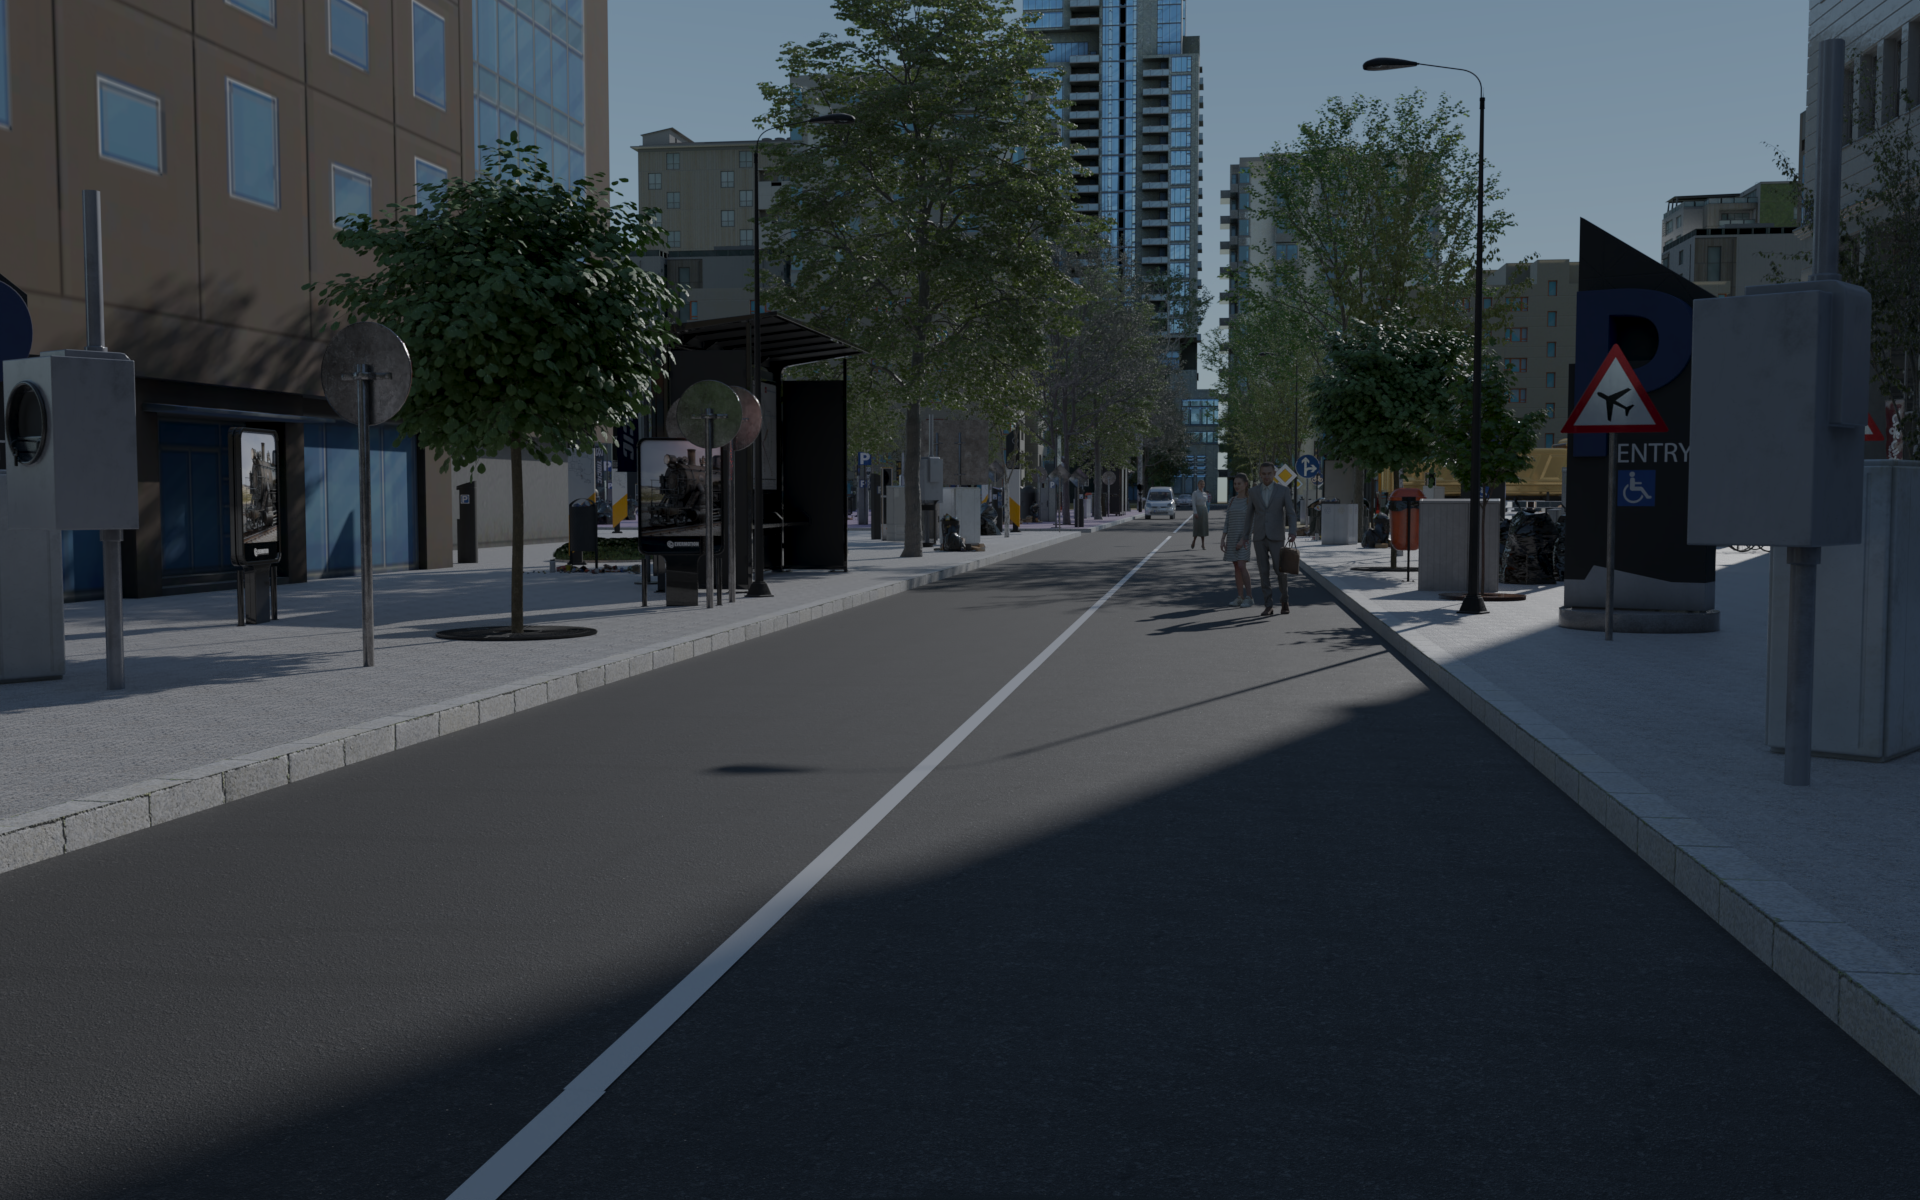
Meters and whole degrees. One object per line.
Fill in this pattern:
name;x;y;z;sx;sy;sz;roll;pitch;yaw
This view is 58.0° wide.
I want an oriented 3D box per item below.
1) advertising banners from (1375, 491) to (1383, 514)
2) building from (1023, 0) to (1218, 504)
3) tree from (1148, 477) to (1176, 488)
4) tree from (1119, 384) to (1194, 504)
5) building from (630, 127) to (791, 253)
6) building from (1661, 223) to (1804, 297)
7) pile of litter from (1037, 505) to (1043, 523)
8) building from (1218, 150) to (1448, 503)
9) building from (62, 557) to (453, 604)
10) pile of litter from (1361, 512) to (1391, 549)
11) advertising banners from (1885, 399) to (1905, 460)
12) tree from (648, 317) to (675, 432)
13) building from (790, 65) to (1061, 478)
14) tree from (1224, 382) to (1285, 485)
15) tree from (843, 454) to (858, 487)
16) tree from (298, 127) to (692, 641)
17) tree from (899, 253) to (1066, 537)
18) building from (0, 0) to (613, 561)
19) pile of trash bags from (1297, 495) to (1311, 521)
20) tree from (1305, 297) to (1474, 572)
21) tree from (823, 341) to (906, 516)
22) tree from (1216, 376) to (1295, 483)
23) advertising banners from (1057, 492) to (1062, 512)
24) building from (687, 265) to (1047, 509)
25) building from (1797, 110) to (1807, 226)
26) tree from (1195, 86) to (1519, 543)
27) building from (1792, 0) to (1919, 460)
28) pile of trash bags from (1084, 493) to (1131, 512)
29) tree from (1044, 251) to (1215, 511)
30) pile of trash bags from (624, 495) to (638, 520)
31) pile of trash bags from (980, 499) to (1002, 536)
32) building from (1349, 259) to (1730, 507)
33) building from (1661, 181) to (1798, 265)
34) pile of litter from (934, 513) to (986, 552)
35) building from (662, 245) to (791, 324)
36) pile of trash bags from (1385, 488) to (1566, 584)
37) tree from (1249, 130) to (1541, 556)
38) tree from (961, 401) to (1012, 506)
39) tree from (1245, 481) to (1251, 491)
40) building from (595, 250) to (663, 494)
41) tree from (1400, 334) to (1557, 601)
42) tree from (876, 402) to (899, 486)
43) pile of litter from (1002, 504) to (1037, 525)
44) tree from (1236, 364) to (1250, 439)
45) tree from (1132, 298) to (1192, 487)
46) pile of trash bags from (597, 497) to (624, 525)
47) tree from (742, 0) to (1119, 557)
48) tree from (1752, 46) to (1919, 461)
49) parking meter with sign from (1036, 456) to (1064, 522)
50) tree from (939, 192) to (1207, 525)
advertising banners;23.339;-6.155;96.825;2.074;3.025;0.090;-3;5;-44
building;21.028;-56.976;244.221;31.000;86.520;22.319;1;4;8
tree;23.477;-13.416;203.063;4.285;4.588;4.351;0;3;0
tree;17.879;-15.179;165.184;9.611;12.733;9.660;0;3;0
building;-30.470;-40.771;255.840;27.495;52.752;28.713;1;4;8
building;85.137;-25.512;188.825;14.107;30.474;14.160;1;4;8
pile of litter;3.130;-3.912;77.923;1.176;0.858;1.719;0;4;3
building;51.510;-38.034;241.458;30.456;49.044;23.786;1;4;8
building;-16.323;-22.822;23.250;14.600;45.320;14.200;1;4;8
pile of litter;10.303;-1.678;41.397;1.719;0.858;1.176;-2;4;-24
advertising banners;17.384;-2.147;31.283;0.090;3.025;2.074;-1;4;-9
tree;-11.480;-7.414;71.583;4.360;8.622;3.978;0;3;0
building;-4.193;-35.276;196.370;30.456;49.044;23.786;1;4;8
tree;18.619;-9.609;107.467;4.360;8.622;3.978;0;3;0
tree;-9.604;-11.581;139.716;4.360;8.622;3.978;0;3;0
tree;-4.111;-1.952;15.626;4.285;4.588;4.351;0;3;0
tree;1.245;-6.142;50.789;4.360;8.622;3.978;0;3;0
building;-17.766;-23.945;41.606;14.200;45.320;14.600;1;4;8
pile of trash bags;15.845;-4.404;81.752;3.447;1.369;1.912;-3;5;-39
tree;7.296;-2.771;29.012;4.285;4.588;4.351;0;3;0
tree;-5.503;-7.994;81.072;4.737;8.622;4.395;0;3;0
tree;28.393;-15.165;166.068;7.486;12.596;7.792;0;3;0
advertising banners;7.033;-7.655;121.345;0.090;3.025;2.074;2;4;24
building;-7.196;-19.158;158.264;27.650;21.520;28.899;1;4;8
building;98.987;-32.721;185.099;14.200;45.320;14.600;1;4;8
tree;10.458;-7.305;45.190;9.928;11.665;9.643;0;3;0
building;24.375;-15.311;27.821;11.434;29.767;29.804;1;4;8
pile of trash bags;10.687;-7.150;126.653;3.447;1.369;1.912;-1;4;-22
tree;12.854;-16.994;133.740;12.611;20.169;13.585;0;3;0
pile of trash bags;-16.376;-4.569;84.450;3.447;1.369;1.912;2;4;35
pile of trash bags;0.041;-2.749;54.690;1.912;1.369;3.447;-1;4;-15
building;50.768;-19.073;156.890;27.650;21.520;28.899;1;4;8
building;101.381;-33.367;229.142;14.086;41.232;14.154;1;4;8
pile of litter;0.003;-1.540;39.138;1.176;0.858;1.719;0;4;-5
building;-25.896;-26.541;205.650;14.107;30.474;14.160;1;4;8
pile of trash bags;7.980;-0.953;25.328;3.447;1.369;1.912;0;4;8
tree;9.230;-5.198;35.342;4.737;8.622;4.395;0;3;0
tree;2.022;-10.893;128.459;4.737;8.622;4.395;0;3;0
tree;28.984;-10.997;174.407;1.663;3.219;1.824;0;3;0
building;-40.070;-26.596;206.546;14.107;30.474;14.160;1;4;8
tree;6.435;-1.613;20.969;1.663;3.219;1.824;0;3;0
tree;-4.234;-10.644;124.397;4.360;8.622;3.978;0;3;0
pile of litter;2.144;-3.624;73.216;1.719;0.858;1.176;-1;4;-21
tree;14.551;-7.738;76.872;4.737;8.622;4.395;0;3;0
tree;6.728;-10.274;86.104;7.486;12.596;7.792;0;3;0
pile of trash bags;-16.010;-3.795;71.807;1.912;1.369;3.447;3;4;36
tree;-0.553;-7.153;35.084;7.486;12.596;7.792;0;3;0
tree;15.082;-4.723;27.585;4.360;8.622;3.978;0;3;0
parking meter with sign;4.085;-5.136;80.240;0.543;3.016;1.738;-2;4;-34
tree;4.295;-9.856;71.511;12.009;13.543;11.850;0;3;0
